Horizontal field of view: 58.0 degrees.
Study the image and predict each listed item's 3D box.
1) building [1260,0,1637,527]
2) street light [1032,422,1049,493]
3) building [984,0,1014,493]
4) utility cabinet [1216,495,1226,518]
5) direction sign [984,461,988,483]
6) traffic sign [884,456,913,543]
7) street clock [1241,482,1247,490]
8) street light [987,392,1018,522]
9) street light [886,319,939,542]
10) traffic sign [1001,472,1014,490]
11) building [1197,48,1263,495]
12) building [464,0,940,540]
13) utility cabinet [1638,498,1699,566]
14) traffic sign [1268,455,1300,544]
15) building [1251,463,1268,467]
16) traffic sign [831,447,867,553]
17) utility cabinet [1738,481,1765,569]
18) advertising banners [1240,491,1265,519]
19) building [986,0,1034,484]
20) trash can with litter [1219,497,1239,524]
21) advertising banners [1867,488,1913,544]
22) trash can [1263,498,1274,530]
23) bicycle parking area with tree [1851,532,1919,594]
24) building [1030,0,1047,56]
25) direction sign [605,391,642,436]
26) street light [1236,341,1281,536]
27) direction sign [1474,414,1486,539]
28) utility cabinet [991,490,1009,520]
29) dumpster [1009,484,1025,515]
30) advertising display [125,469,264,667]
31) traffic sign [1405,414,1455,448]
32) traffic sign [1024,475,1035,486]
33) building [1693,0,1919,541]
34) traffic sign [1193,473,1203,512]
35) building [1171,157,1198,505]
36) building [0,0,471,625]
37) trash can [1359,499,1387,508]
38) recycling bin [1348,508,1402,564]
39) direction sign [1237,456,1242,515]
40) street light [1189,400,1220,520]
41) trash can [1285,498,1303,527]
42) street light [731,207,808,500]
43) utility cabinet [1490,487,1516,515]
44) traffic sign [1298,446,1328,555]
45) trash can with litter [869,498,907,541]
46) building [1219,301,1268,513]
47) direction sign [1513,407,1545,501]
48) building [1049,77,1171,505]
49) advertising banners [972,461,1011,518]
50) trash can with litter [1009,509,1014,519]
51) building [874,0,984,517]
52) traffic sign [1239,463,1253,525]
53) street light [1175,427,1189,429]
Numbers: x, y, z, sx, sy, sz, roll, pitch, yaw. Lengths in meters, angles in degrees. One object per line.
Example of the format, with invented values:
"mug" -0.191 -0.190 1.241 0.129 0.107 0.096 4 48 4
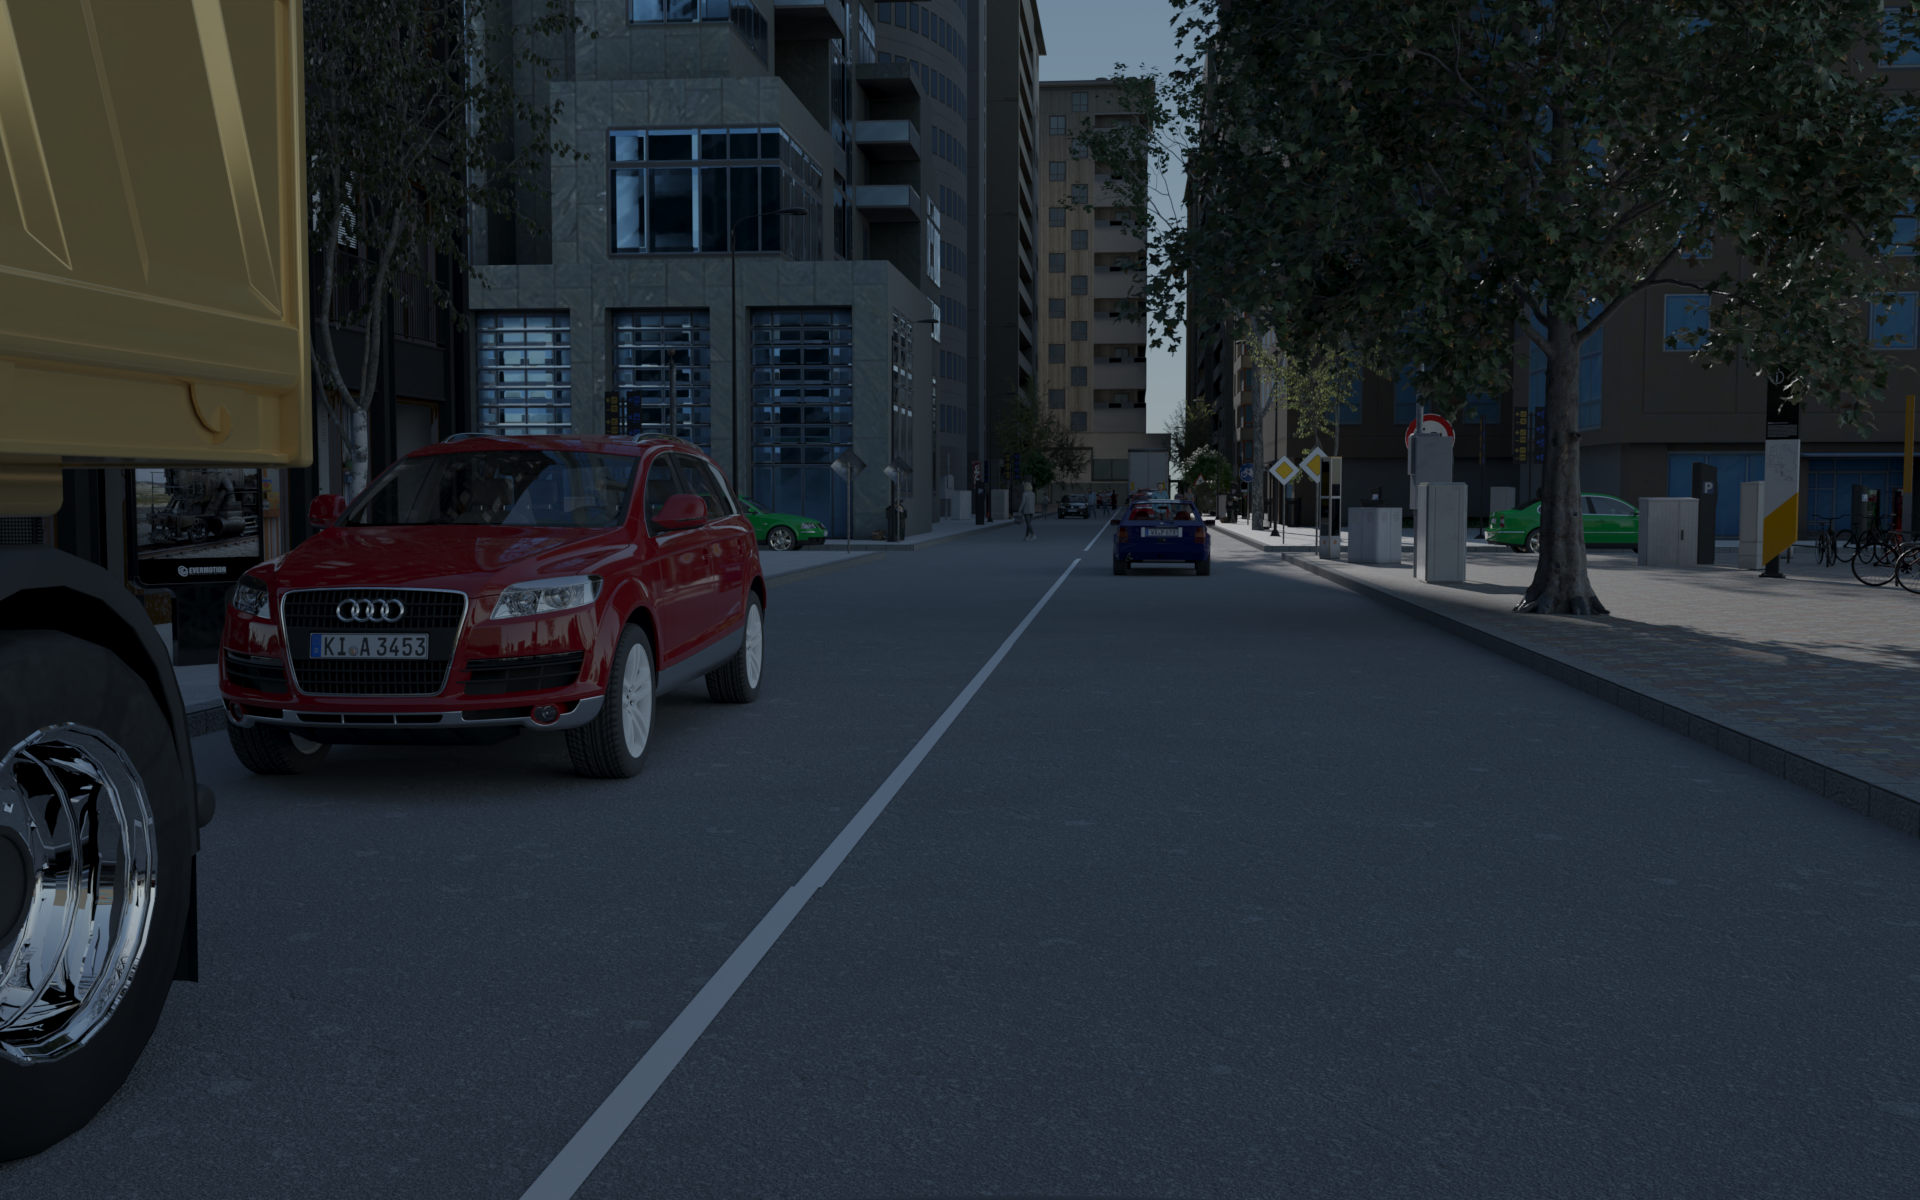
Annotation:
"building" 20.233 -25.825 72.346 14.600 45.320 14.200 0 4 6
"street light" 5.248 -8.525 111.926 1.470 5.913 1.316 0 4 6
"building" -6.379 -42.327 130.299 20.563 71.187 20.611 0 4 6
"utility cabinet" 13.793 -4.914 91.505 0.306 1.237 1.020 1 4 23
"direction sign" 1.554 -7.684 117.634 0.876 3.537 0.379 -2 4 -35
"traffic sign" -1.611 -2.548 45.301 0.795 2.450 0.064 0 4 6
"street clock" 16.552 -5.873 100.590 0.358 2.002 0.471 -3 5 -39
"street light" 1.912 -6.504 78.880 1.470 5.913 1.316 0 4 6
"street light" -1.254 -4.496 46.048 1.470 5.913 1.316 0 4 6
"traffic sign" 2.691 -5.963 97.606 0.768 2.556 0.104 1 4 11
"building" 35.712 -33.964 179.006 21.300 48.544 21.600 0 4 6
"building" -11.559 -45.828 61.957 22.319 86.520 31.000 0 4 6
"utility cabinet" 12.688 -1.215 31.023 1.020 1.237 0.306 -1 4 -12
"traffic sign" 8.282 -2.487 44.301 0.795 2.450 0.064 0 4 6
"building" 29.916 -29.485 101.693 23.786 49.044 30.456 0 4 6
"traffic sign" -2.402 -2.062 37.355 0.795 2.450 0.064 0 4 6
"utility cabinet" 13.624 -1.274 29.503 0.318 1.500 1.173 3 5 43
"advertising banners" 15.103 -5.573 87.302 2.074 3.025 0.090 2 4 31
"building" -4.806 -32.312 152.004 21.300 48.544 21.600 0 4 6
"trash can with litter" 11.686 -3.921 75.490 0.624 1.170 1.055 -2 4 -28
"advertising banners" 24.118 -2.946 44.363 0.090 3.025 2.074 -3 5 -41
"trash can" 10.925 -3.101 62.348 0.748 1.137 0.748 0 3 0
"bicycle parking area with tree" 15.740 -2.020 20.027 9.016 4.147 8.231 1 4 20
"building" -5.504 -36.129 179.939 27.495 52.752 28.713 0 4 6
"direction sign" -7.412 -2.825 38.186 0.876 3.537 0.379 1 4 16
"street light" 9.038 -4.892 52.519 1.470 5.913 1.316 0 4 6
"direction sign" 14.922 -3.518 49.513 0.379 3.537 0.876 0 4 7
"utility cabinet" 1.922 -4.724 85.908 0.318 1.500 1.173 -3 4 -38
"dumpster" 3.398 -5.720 99.282 1.264 1.857 1.865 0 4 6
"advertising display" -5.719 -0.475 12.978 0.123 1.923 0.974 3 5 44
"traffic sign" 7.452 -1.678 27.542 0.768 2.556 0.104 0 4 6
"traffic sign" 4.513 -6.900 112.916 0.768 2.556 0.104 0 4 7
"building" 25.874 -24.616 52.582 14.200 45.320 14.600 0 4 6
"traffic sign" 14.990 -6.602 107.951 0.884 2.594 0.081 0 4 8
"building" 40.565 -34.200 213.793 28.867 44.769 22.147 0 4 6
"building" -13.783 -11.430 16.564 12.332 23.373 15.834 0 4 6
"trash can" 11.205 -2.164 47.036 0.748 1.137 0.748 0 3 0
"recycling bin" 7.678 -1.193 32.060 0.722 1.027 0.722 -3 4 -37
"direction sign" 16.787 -6.853 104.037 0.379 3.537 0.876 2 4 23
"street light" 12.183 -6.900 85.352 1.470 5.913 1.316 0 4 6
"trash can" 12.848 -3.369 66.742 0.748 1.137 0.748 0 3 0
"street light" -3.152 -3.408 28.266 1.470 5.913 1.316 0 4 6
"utility cabinet" 16.590 -2.706 52.923 0.318 1.500 1.173 0 4 -5
"traffic sign" 7.492 -2.001 36.355 0.795 2.450 0.064 0 4 6
"trash can with litter" -1.986 -2.213 47.562 1.055 1.170 0.624 1 4 17
"building" 34.580 -17.586 132.572 27.650 21.520 28.899 0 4 6
"direction sign" 14.790 -3.237 44.922 0.876 3.537 0.379 0 4 5
"building" 12.948 -38.616 220.613 27.495 52.752 28.713 0 4 6
"advertising banners" 1.638 -5.802 91.055 2.074 3.025 0.090 0 4 -4
"trash can with litter" 2.242 -4.675 87.824 1.055 1.170 0.624 2 4 34
"building" -10.225 -34.153 100.400 21.231 58.520 28.212 0 4 6
"traffic sign" 11.905 -4.368 71.527 0.768 2.556 0.104 1 4 9
"street light" 15.477 -8.962 119.067 1.470 5.913 1.316 0 4 6
